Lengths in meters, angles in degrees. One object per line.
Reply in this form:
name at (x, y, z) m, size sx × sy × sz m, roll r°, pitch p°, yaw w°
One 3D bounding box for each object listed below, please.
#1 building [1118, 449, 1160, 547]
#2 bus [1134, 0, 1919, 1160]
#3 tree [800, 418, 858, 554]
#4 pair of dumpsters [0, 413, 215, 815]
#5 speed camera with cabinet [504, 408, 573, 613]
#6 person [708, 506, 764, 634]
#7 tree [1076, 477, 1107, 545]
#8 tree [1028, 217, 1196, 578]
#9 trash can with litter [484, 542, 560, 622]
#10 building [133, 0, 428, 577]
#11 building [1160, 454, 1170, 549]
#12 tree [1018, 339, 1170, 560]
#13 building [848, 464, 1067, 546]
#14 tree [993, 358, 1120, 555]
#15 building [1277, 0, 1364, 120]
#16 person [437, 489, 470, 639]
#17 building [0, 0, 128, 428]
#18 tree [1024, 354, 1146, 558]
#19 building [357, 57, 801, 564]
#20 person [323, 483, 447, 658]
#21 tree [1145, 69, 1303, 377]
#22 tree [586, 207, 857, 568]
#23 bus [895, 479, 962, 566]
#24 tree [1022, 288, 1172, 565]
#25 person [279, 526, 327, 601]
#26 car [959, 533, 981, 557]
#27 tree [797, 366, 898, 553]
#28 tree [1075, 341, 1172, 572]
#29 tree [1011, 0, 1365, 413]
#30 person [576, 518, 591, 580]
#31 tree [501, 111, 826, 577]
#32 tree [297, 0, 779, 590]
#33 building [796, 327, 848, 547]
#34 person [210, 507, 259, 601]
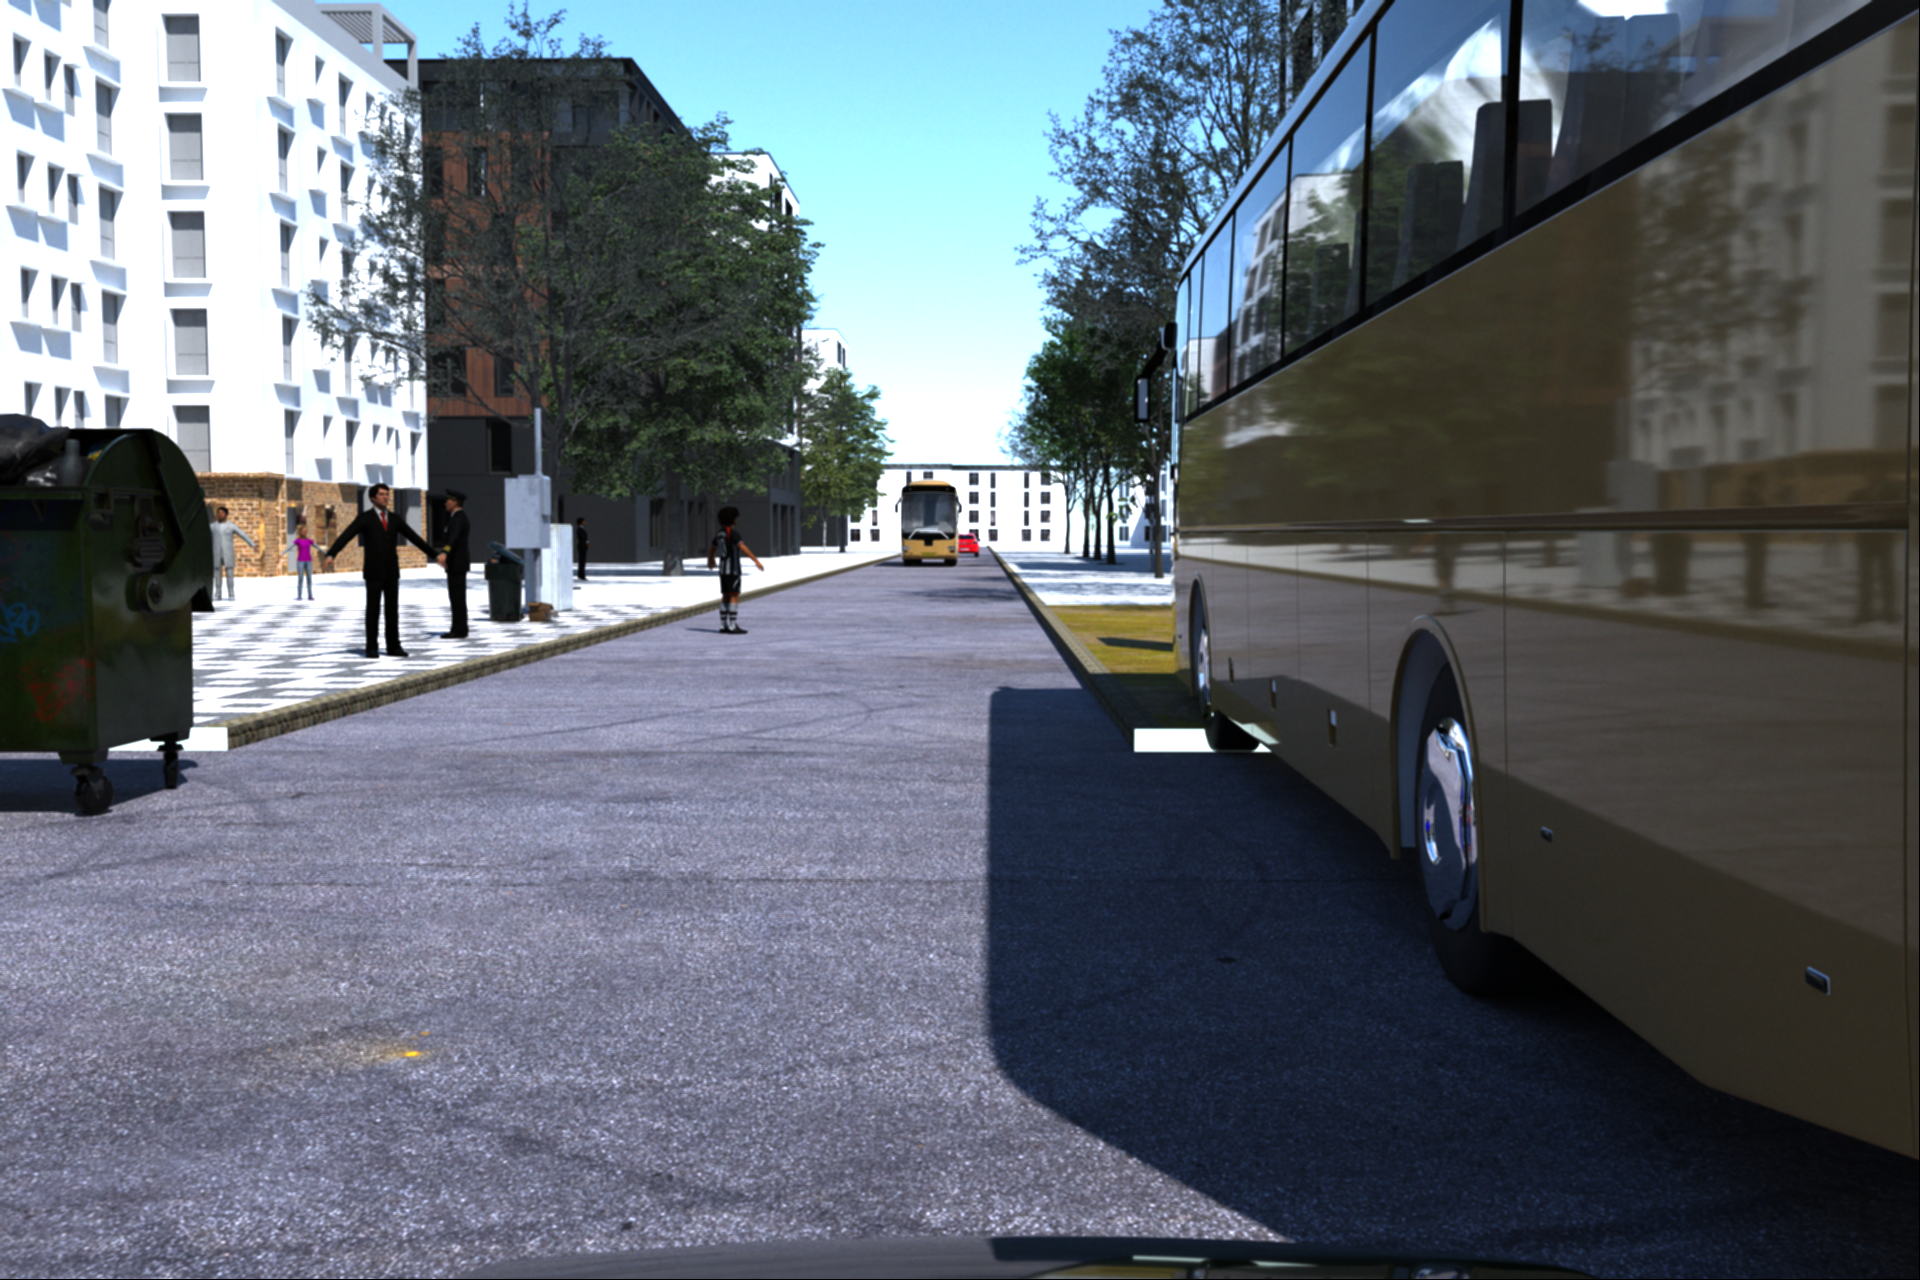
building at (21.201, -13.972, 170.587) m, size 9.099 × 9.664 × 28.070 m, roll 0°, pitch 4°, yaw 0°
bus at (2.765, -1.017, 8.178) m, size 2.896 × 3.916 × 12.252 m, roll 0°, pitch 4°, yaw 1°
tree at (-8.655, -9.819, 110.906) m, size 4.737 × 8.622 × 4.395 m, roll 0°, pitch 3°, yaw 0°
pair of dumpsters at (-6.448, -0.258, 9.165) m, size 4.436 × 2.255 × 1.574 m, roll 0°, pitch 4°, yaw 0°
speed camera with cabinet at (-6.805, -2.059, 28.008) m, size 0.660 × 3.252 × 2.038 m, roll 0°, pitch 4°, yaw 2°
person at (-3.285, -0.997, 24.910) m, size 0.704 × 1.843 × 1.345 m, roll -3°, pitch 5°, yaw -41°
tree at (16.413, -15.843, 209.387) m, size 4.360 × 8.622 × 3.978 m, roll 0°, pitch 3°, yaw 0°
tree at (5.453, -7.062, 49.872) m, size 7.601 × 10.594 × 8.767 m, roll -1°, pitch 4°, yaw -19°
trash can with litter at (-6.433, -0.860, 25.440) m, size 1.055 × 1.170 × 0.624 m, roll 0°, pitch 4°, yaw 2°
building at (-25.341, -11.997, 52.563) m, size 16.016 × 20.090 × 11.380 m, roll 0°, pitch 4°, yaw 1°
building at (21.986, -12.107, 140.089) m, size 9.099 × 9.664 × 28.070 m, roll 0°, pitch 4°, yaw 1°
tree at (6.678, -9.697, 84.309) m, size 9.928 × 11.665 × 9.643 m, roll 0°, pitch 3°, yaw 0°
building at (-1.036, -16.045, 206.947) m, size 28.070 × 9.664 × 9.099 m, roll 0°, pitch 4°, yaw 0°
tree at (6.871, -12.112, 108.400) m, size 12.009 × 13.543 × 11.850 m, roll 0°, pitch 3°, yaw 0°
building at (25.072, -13.417, 63.335) m, size 27.936 × 21.610 × 32.646 m, roll 0°, pitch 4°, yaw 1°
person at (-6.243, -0.945, 21.384) m, size 0.705 × 1.837 × 1.347 m, roll -1°, pitch 4°, yaw -8°
building at (-28.199, -10.968, 35.743) m, size 16.016 × 20.090 × 11.380 m, roll 0°, pitch 4°, yaw 0°
tree at (6.948, -10.283, 93.890) m, size 9.928 × 11.665 × 9.643 m, roll 0°, pitch 3°, yaw 0°
building at (-24.209, -15.121, 91.205) m, size 27.936 × 21.610 × 32.646 m, roll 0°, pitch 4°, yaw 1°
person at (-6.000, -0.723, 18.009) m, size 1.347 × 1.806 × 0.705 m, roll -3°, pitch 5°, yaw -44°
tree at (5.673, -4.707, 27.324) m, size 4.360 × 8.622 × 3.978 m, roll 0°, pitch 3°, yaw 0°
tree at (-9.409, -9.454, 64.944) m, size 12.009 × 13.543 × 11.850 m, roll 0°, pitch 3°, yaw 0°
bus at (-1.325, -5.461, 80.831) m, size 2.896 × 3.916 × 12.252 m, roll 0°, pitch 4°, yaw 0°
tree at (6.261, -9.004, 72.965) m, size 9.928 × 11.665 × 9.643 m, roll 0°, pitch 3°, yaw 0°
person at (-12.636, -1.478, 33.428) m, size 0.991 × 1.433 × 0.599 m, roll -2°, pitch 4°, yaw -35°
car at (0.270, -6.091, 108.631) m, size 2.155 × 1.783 × 4.494 m, roll 0°, pitch 4°, yaw -1°
tree at (-8.101, -12.199, 117.583) m, size 7.486 × 12.596 × 7.792 m, roll 0°, pitch 3°, yaw 0°
tree at (6.311, -6.596, 58.212) m, size 4.737 × 8.622 × 4.395 m, roll 0°, pitch 3°, yaw 0°
tree at (6.135, -7.659, 35.591) m, size 12.009 × 13.543 × 11.850 m, roll 0°, pitch 3°, yaw 0°
person at (-10.447, -2.538, 48.216) m, size 0.721 × 1.740 × 1.216 m, roll -1°, pitch 4°, yaw -22°
tree at (-8.780, -8.890, 52.006) m, size 9.857 × 13.997 × 8.962 m, roll 0°, pitch 3°, yaw 0°
tree at (-9.427, -7.921, 39.882) m, size 12.009 × 13.543 × 11.850 m, roll 0°, pitch 3°, yaw 0°
building at (-26.237, -19.972, 170.510) m, size 27.936 × 21.610 × 32.646 m, roll 0°, pitch 4°, yaw 1°
person at (-14.135, -1.653, 33.219) m, size 1.347 × 1.806 × 0.705 m, roll -1°, pitch 4°, yaw -10°
